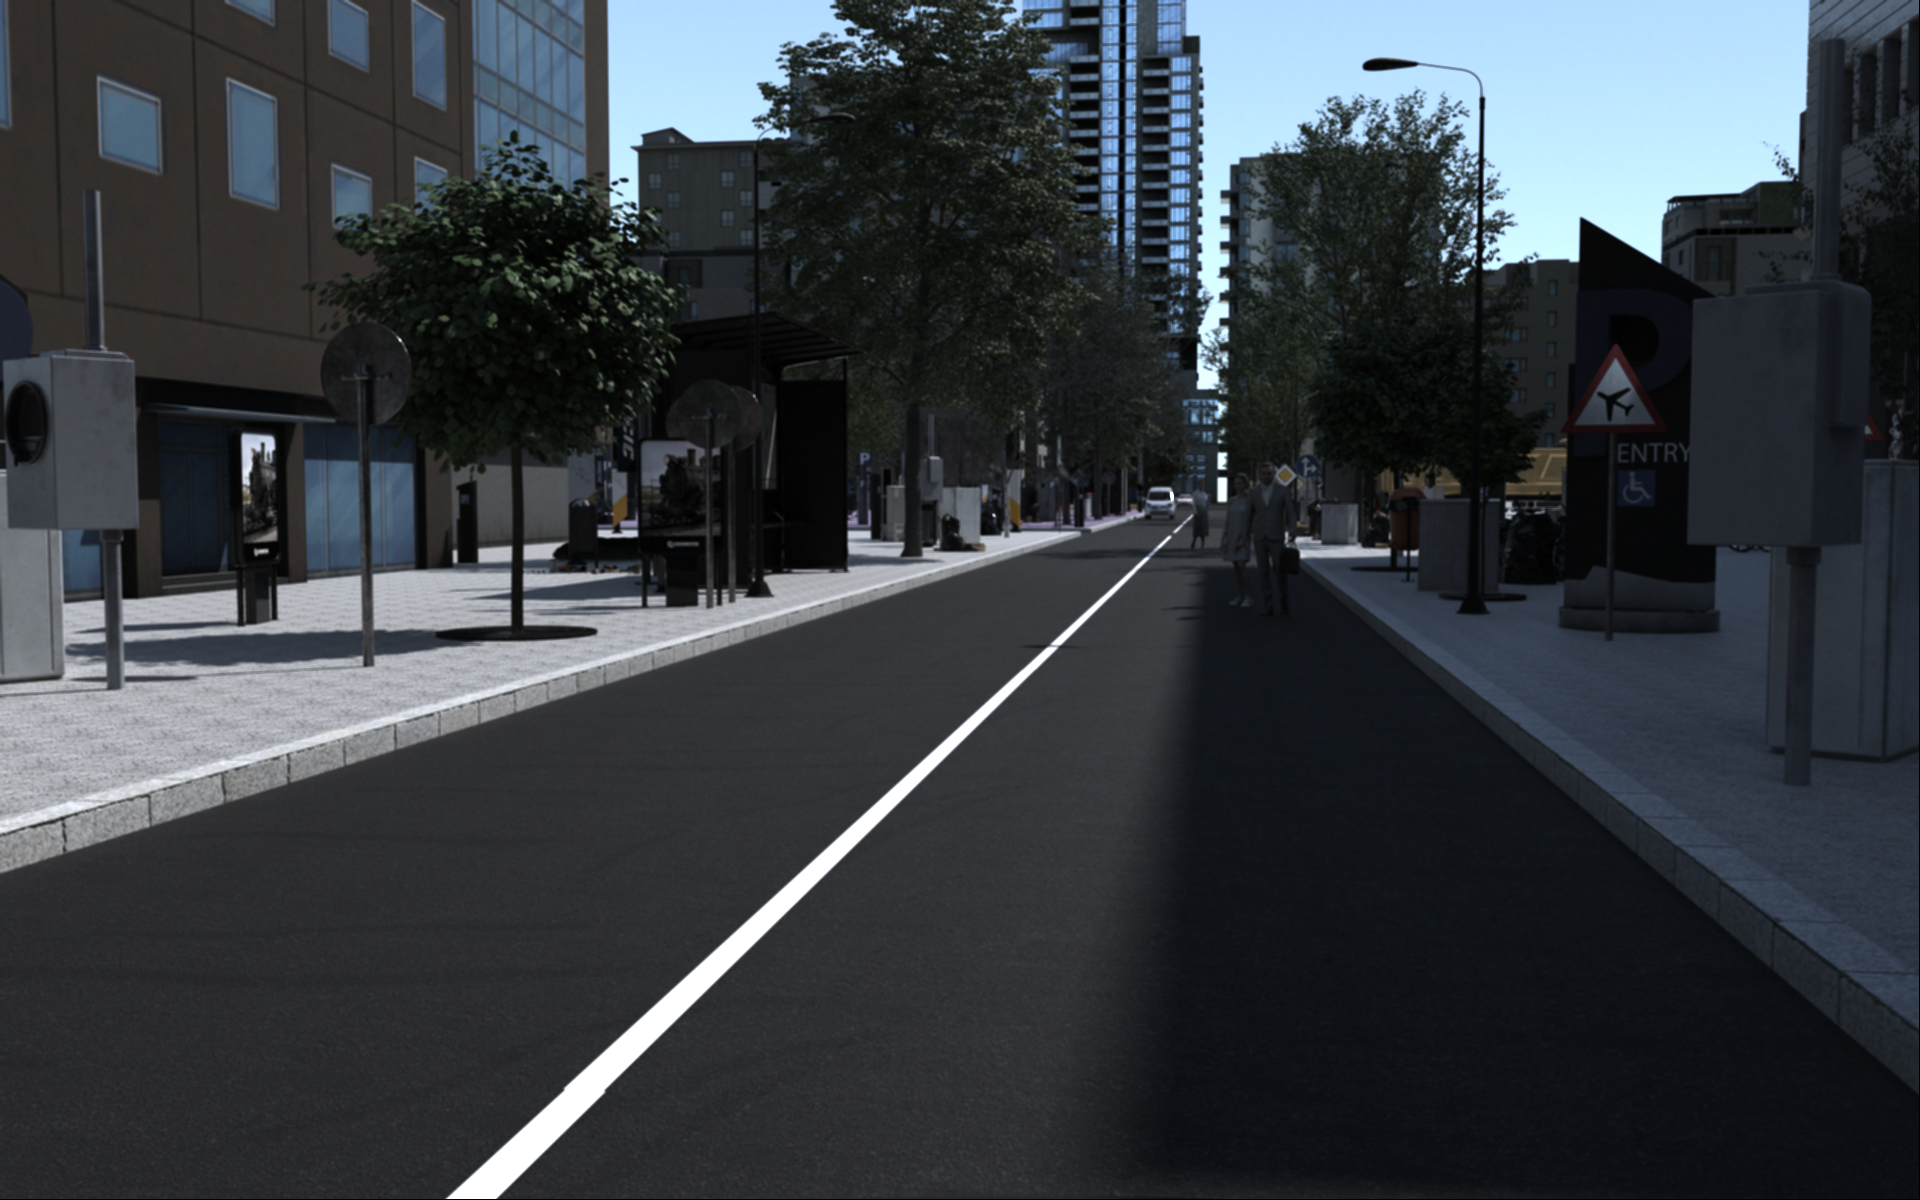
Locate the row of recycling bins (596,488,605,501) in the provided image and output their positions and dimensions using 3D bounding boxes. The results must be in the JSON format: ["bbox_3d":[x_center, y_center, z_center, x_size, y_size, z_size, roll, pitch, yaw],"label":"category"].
[{"bbox_3d":[-23.741,-6.303,110.168,3.534,1.692,1.069,1,4,19],"label":"row of recycling bins"}]

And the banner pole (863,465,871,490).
[{"bbox_3d":[-7.149,-8.693,132.151,0.863,3.779,0.401,-1,4,-18],"label":"banner pole"}]

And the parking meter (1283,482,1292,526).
[{"bbox_3d":[13.011,-3.870,68.993,0.399,1.863,0.255,-3,5,-45],"label":"parking meter"}]

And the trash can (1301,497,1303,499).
[{"bbox_3d":[19.794,-5.337,98.917,0.748,1.137,0.748,0,3,0],"label":"trash can"}]

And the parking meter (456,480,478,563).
[{"bbox_3d":[-9.162,-1.455,32.200,0.372,1.533,0.369,0,3,0],"label":"parking meter"}]

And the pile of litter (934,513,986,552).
[{"bbox_3d":[0.003,-1.540,39.138,1.176,0.858,1.719,0,4,-5],"label":"pile of litter"}]

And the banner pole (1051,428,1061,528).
[{"bbox_3d":[3.697,-4.609,65.380,0.401,3.779,0.863,-1,4,-13],"label":"banner pole"}]

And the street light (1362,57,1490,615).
[{"bbox_3d":[4.983,-2.813,18.532,1.470,5.913,1.316,1,4,8],"label":"street light"}]

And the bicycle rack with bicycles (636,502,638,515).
[{"bbox_3d":[-17.597,-5.291,99.893,2.925,0.926,2.852,3,5,45],"label":"bicycle rack with bicycles"}]

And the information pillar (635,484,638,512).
[{"bbox_3d":[-23.543,-7.463,126.519,0.304,2.012,0.304,-1,4,-9],"label":"information pillar"}]

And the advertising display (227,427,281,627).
[{"bbox_3d":[-6.979,-0.731,17.163,0.123,1.923,0.974,0,4,-1],"label":"advertising display"}]

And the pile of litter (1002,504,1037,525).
[{"bbox_3d":[2.144,-3.624,73.216,1.719,0.858,1.176,-1,4,-21],"label":"pile of litter"}]

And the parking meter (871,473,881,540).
[{"bbox_3d":[-2.296,-2.641,48.894,0.399,1.863,0.255,-2,4,-32],"label":"parking meter"}]

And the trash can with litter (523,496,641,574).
[{"bbox_3d":[-5.872,-1.049,28.212,2.233,1.210,1.678,2,4,23],"label":"trash can with litter"}]

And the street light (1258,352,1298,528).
[{"bbox_3d":[10.462,-5.151,56.753,1.470,5.913,1.316,1,4,8],"label":"street light"}]

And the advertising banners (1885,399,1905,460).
[{"bbox_3d":[17.384,-2.147,31.283,0.090,3.025,2.074,-1,4,-9],"label":"advertising banners"}]

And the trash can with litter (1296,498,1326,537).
[{"bbox_3d":[10.577,-2.508,52.387,0.624,1.170,1.055,-3,5,-44],"label":"trash can with litter"}]

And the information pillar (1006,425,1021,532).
[{"bbox_3d":[1.787,-4.076,57.992,0.504,3.616,0.183,1,4,18],"label":"information pillar"}]

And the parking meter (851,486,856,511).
[{"bbox_3d":[-7.918,-7.512,128.538,0.255,1.863,0.399,-3,4,-38],"label":"parking meter"}]

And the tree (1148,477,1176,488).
[{"bbox_3d":[23.477,-13.416,203.063,4.285,4.588,4.351,0,3,0],"label":"tree"}]

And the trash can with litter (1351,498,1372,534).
[{"bbox_3d":[11.795,-2.426,51.047,0.624,1.170,1.055,2,4,23],"label":"trash can with litter"}]

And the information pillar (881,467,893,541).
[{"bbox_3d":[-2.012,-2.637,47.600,0.304,2.012,0.304,-1,4,-9],"label":"information pillar"}]

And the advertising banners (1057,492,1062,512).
[{"bbox_3d":[7.033,-7.655,121.345,0.090,3.025,2.074,2,4,24],"label":"advertising banners"}]

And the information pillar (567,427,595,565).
[{"bbox_3d":[-6.848,-2.440,31.251,0.504,3.616,0.183,0,4,-6],"label":"information pillar"}]

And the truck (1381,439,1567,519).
[{"bbox_3d":[19.631,-3.896,59.631,9.791,3.379,3.469,1,4,8],"label":"truck"}]

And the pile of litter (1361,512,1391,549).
[{"bbox_3d":[10.303,-1.678,41.397,1.719,0.858,1.176,-2,4,-24],"label":"pile of litter"}]

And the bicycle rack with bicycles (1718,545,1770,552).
[{"bbox_3d":[18.015,-1.543,38.606,2.852,0.926,2.925,-3,5,-44],"label":"bicycle rack with bicycles"}]

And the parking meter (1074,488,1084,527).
[{"bbox_3d":[4.608,-3.575,66.870,0.372,1.533,0.369,0,3,0],"label":"parking meter"}]

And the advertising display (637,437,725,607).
[{"bbox_3d":[-3.187,-0.891,19.788,0.974,1.923,0.123,-1,4,-13],"label":"advertising display"}]

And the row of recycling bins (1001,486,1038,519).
[{"bbox_3d":[3.169,-4.769,85.086,1.069,1.692,3.534,-3,5,-41],"label":"row of recycling bins"}]

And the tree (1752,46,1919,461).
[{"bbox_3d":[15.082,-4.723,27.585,4.360,8.622,3.978,0,3,0],"label":"tree"}]

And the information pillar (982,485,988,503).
[{"bbox_3d":[1.377,-6.441,96.671,0.183,3.616,0.504,3,4,39],"label":"information pillar"}]

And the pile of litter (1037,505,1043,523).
[{"bbox_3d":[3.130,-3.912,77.923,1.176,0.858,1.719,0,4,3],"label":"pile of litter"}]

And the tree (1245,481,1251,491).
[{"bbox_3d":[28.984,-10.997,174.407,1.663,3.219,1.824,0,3,0],"label":"tree"}]

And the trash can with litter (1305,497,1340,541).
[{"bbox_3d":[10.719,-2.273,48.221,2.233,1.210,1.678,1,4,9],"label":"trash can with litter"}]

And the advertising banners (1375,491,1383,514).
[{"bbox_3d":[23.339,-6.155,96.825,2.074,3.025,0.090,-3,5,-44],"label":"advertising banners"}]

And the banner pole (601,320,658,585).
[{"bbox_3d":[-4.566,-2.103,24.401,0.401,3.779,0.863,2,4,30],"label":"banner pole"}]

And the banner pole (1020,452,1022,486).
[{"bbox_3d":[3.509,-6.926,103.258,0.401,3.779,0.863,-2,4,-29],"label":"banner pole"}]

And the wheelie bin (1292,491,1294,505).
[{"bbox_3d":[13.610,-3.973,72.860,0.980,1.594,0.693,3,5,45],"label":"wheelie bin"}]

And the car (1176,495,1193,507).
[{"bbox_3d":[25.448,-11.214,195.709,2.083,1.381,4.827,1,4,10],"label":"car"}]

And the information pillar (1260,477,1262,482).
[{"bbox_3d":[21.399,-7.993,122.046,0.504,3.616,0.183,0,4,-3],"label":"information pillar"}]

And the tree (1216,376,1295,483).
[{"bbox_3d":[28.393,-15.165,166.068,7.486,12.596,7.792,0,3,0],"label":"tree"}]

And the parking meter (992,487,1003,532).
[{"bbox_3d":[1.249,-3.046,58.207,0.372,1.533,0.369,0,3,0],"label":"parking meter"}]

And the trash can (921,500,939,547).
[{"bbox_3d":[-0.873,-1.851,41.920,0.748,1.137,0.748,0,3,0],"label":"trash can"}]

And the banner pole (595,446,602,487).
[{"bbox_3d":[-16.175,-5.407,78.429,0.863,3.779,0.401,1,4,18],"label":"banner pole"}]

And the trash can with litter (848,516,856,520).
[{"bbox_3d":[-6.159,-4.591,86.119,2.233,1.210,1.678,1,4,16],"label":"trash can with litter"}]

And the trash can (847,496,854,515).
[{"bbox_3d":[-6.853,-5.742,105.530,0.748,1.137,0.748,0,3,0],"label":"trash can"}]

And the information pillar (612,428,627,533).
[{"bbox_3d":[-11.134,-3.988,56.564,0.504,3.616,0.183,-1,4,-14],"label":"information pillar"}]

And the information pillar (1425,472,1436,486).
[{"bbox_3d":[15.496,-3.216,57.079,0.304,2.012,0.304,0,4,-2],"label":"information pillar"}]

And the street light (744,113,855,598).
[{"bbox_3d":[-1.973,-2.986,21.361,1.470,5.913,1.316,1,4,8],"label":"street light"}]
